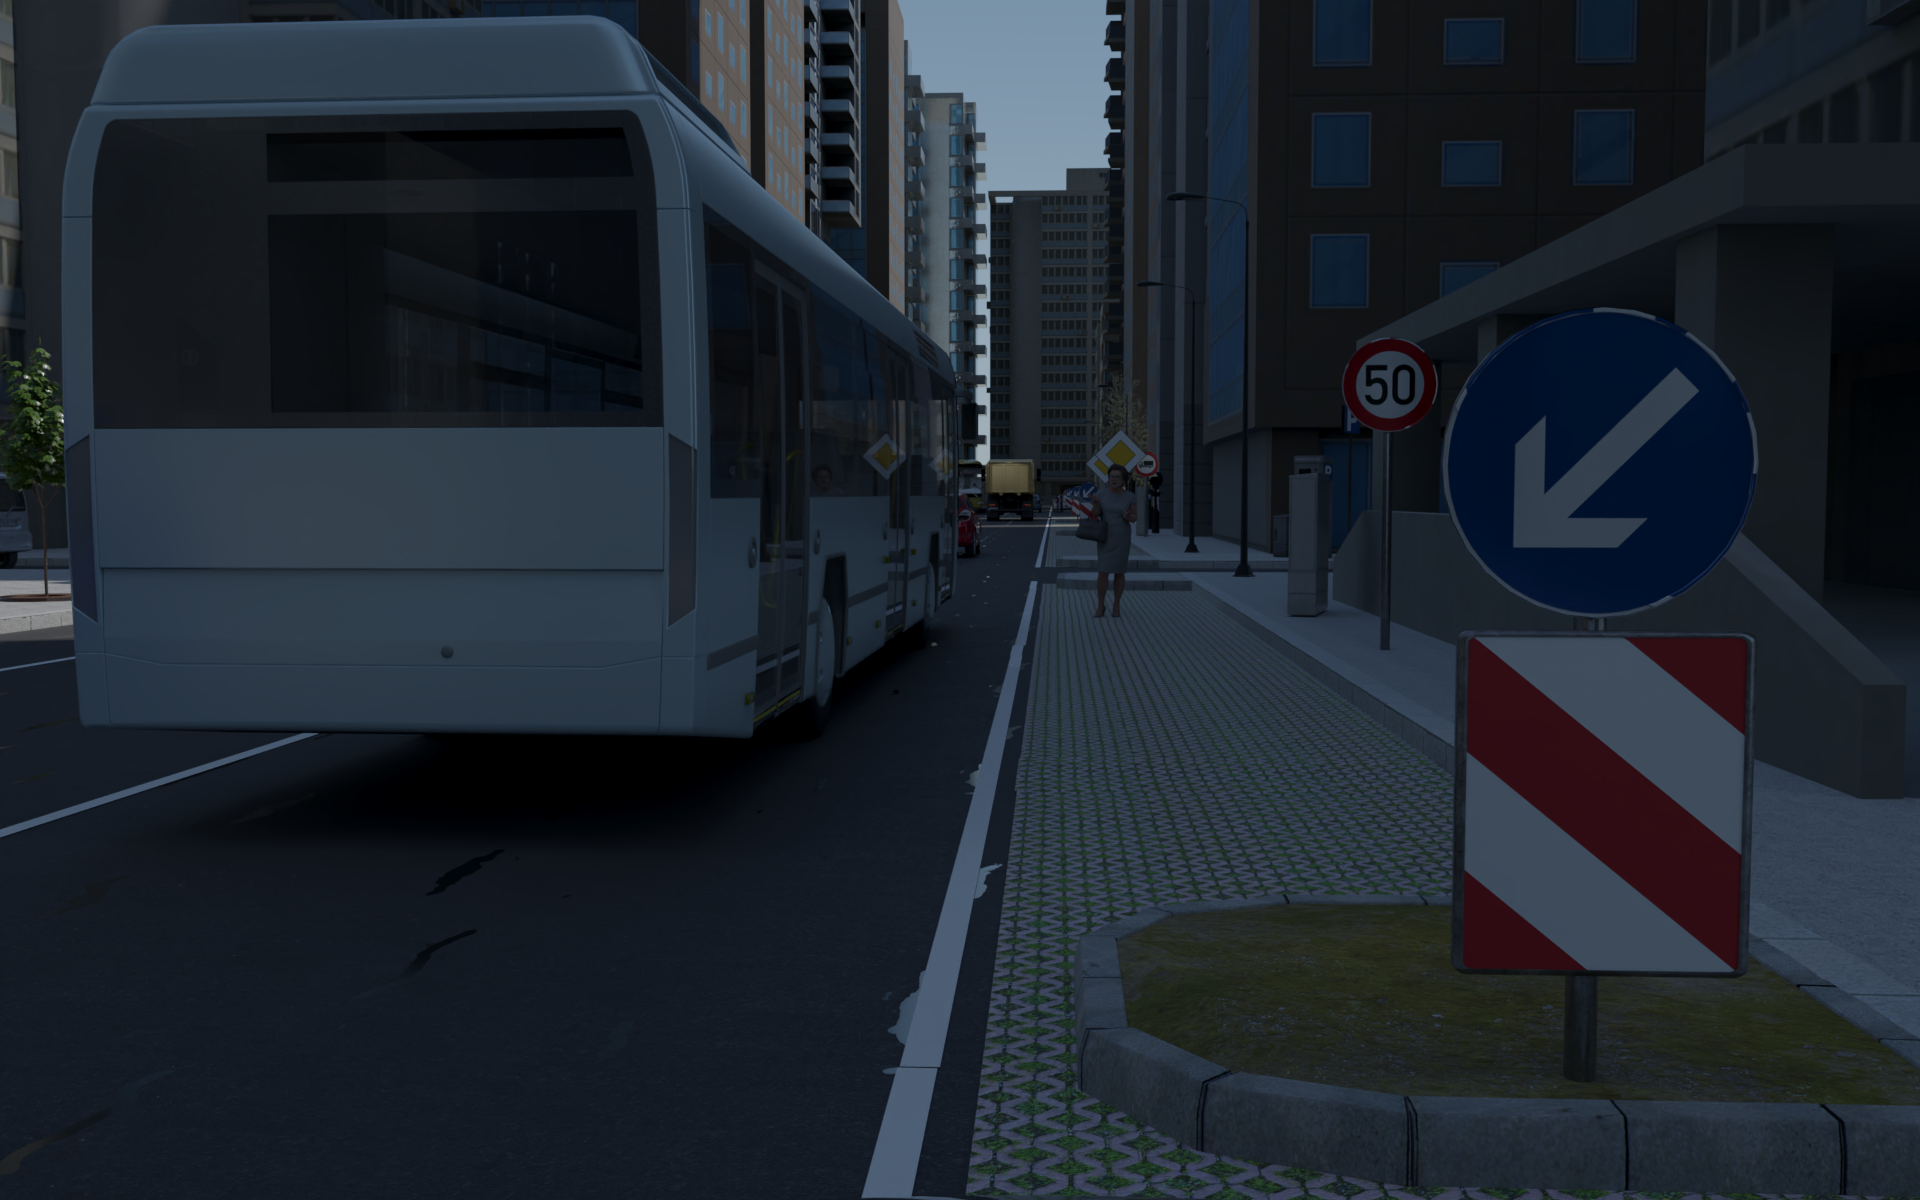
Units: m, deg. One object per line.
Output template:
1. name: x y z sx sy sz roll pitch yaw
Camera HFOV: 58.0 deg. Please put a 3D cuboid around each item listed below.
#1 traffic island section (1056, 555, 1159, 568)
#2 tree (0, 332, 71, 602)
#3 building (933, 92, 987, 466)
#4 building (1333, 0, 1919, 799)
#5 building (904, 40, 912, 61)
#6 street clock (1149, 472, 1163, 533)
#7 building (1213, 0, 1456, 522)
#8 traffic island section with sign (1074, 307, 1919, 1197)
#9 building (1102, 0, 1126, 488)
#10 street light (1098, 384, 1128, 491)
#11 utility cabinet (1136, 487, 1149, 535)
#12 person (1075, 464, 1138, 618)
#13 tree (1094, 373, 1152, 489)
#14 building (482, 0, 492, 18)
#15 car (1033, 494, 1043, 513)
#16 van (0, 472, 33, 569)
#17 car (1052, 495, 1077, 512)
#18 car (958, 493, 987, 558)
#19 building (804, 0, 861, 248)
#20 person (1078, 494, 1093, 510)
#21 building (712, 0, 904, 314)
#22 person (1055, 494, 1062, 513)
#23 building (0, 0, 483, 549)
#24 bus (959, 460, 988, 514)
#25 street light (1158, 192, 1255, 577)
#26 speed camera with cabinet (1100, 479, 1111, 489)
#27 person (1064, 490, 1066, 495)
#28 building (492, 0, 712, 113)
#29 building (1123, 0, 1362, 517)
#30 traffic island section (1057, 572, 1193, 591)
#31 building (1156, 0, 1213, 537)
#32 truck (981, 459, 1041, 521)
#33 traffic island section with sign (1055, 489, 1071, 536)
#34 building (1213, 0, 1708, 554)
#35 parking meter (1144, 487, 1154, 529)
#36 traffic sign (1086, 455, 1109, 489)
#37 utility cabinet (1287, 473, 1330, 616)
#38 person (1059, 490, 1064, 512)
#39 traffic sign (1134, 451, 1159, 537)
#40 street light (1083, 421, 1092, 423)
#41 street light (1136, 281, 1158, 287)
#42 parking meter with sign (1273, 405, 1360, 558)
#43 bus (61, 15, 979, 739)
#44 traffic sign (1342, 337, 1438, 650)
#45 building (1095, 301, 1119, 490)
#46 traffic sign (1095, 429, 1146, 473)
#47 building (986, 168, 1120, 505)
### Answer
1. traffic island section: 2.950 -0.775 34.953 2.009 0.180 2.903 0 4 3
2. tree: -11.110 -1.603 20.816 1.663 3.219 1.824 0 3 0
3. building: -11.998 -35.896 206.501 30.456 49.044 23.786 0 4 3
4. building: 20.247 -19.585 12.094 32.217 40.220 23.993 0 4 3
5. building: -19.091 -33.948 174.657 30.456 49.044 23.786 0 4 3
6. street clock: 6.391 -3.179 56.542 0.358 2.002 0.471 -2 4 -32
7. building: 17.511 -27.104 93.268 14.600 45.320 14.200 0 4 3
8. traffic island section with sign: 1.300 0.254 4.482 1.989 1.847 2.006 0 4 3
9. building: 22.775 -29.662 139.602 22.147 44.769 28.867 0 4 3
10. street light: 6.529 -6.174 73.483 1.470 5.913 1.316 0 4 3
11. utility cabinet: 5.663 -2.755 53.724 0.318 1.500 1.173 1 4 11
12. person: 1.688 -0.679 19.964 0.716 1.782 0.532 0 4 7
13. tree: 9.982 -9.429 104.522 4.360 8.622 3.978 0 3 0
14. building: -17.136 -25.953 74.440 14.600 45.320 14.200 0 4 3
15. car: 5.477 -7.480 134.295 2.014 1.417 4.499 0 4 2
16. van: -19.104 -1.484 31.274 4.112 2.044 2.013 0 4 3
17. car: 8.523 -7.849 140.700 2.083 1.381 4.827 0 4 2
18. car: -0.458 -1.930 40.592 2.155 1.783 4.494 0 4 3
19. building: -17.731 -49.678 124.903 22.319 86.520 31.000 0 4 3
20. person: 5.518 -4.101 75.908 0.716 1.782 0.532 1 4 16
21. building: -12.264 -30.480 148.454 14.600 45.320 14.200 0 4 3
22. person: 7.478 -7.337 131.678 0.599 1.433 0.991 -2 4 -31
23. building: -27.254 -21.785 48.061 32.217 40.220 23.993 0 4 3
24. bus: 0.717 -8.305 127.334 2.896 3.916 12.252 0 4 3
25. street light: 3.872 -3.317 26.779 1.470 5.913 1.316 0 4 3
26. speed camera with cabinet: 8.926 -6.471 100.140 0.660 3.252 2.038 3 5 40
27. person: 9.350 -8.900 154.568 0.434 1.755 0.990 2 4 32
28. building: -16.618 -27.348 97.254 14.600 45.320 14.200 0 4 3
29. building: 18.390 -28.594 117.625 14.600 45.320 14.200 0 4 3
30. traffic island section: 2.514 -0.287 26.980 2.009 0.180 2.903 0 4 3
31. building: 17.929 -31.905 63.648 21.231 58.520 28.212 0 4 3
32. truck: 2.801 -6.113 95.879 3.469 3.379 9.791 0 4 2
33. traffic island section with sign: 4.322 -3.136 59.901 1.989 1.847 2.006 0 4 3
34. building: 13.700 -23.963 41.898 14.200 45.320 14.600 0 4 3
35. parking meter: 6.863 -3.338 62.995 0.372 1.533 0.369 0 3 0
36. traffic sign: 2.926 -1.910 34.877 0.795 2.450 0.064 0 4 3
37. utility cabinet: 3.728 -0.604 18.553 0.318 1.500 1.173 1 4 18
38. person: 7.830 -7.687 134.904 0.721 1.735 1.217 -1 4 -14
39. traffic sign: 5.546 -3.152 51.648 0.768 2.556 0.104 0 4 7
40. street light: 8.516 -8.395 109.795 1.470 5.913 1.316 0 4 3
41. street light: 4.542 -3.995 37.852 1.470 5.913 1.316 0 4 3
42. parking meter with sign: 7.082 -2.349 34.671 1.738 3.016 0.543 3 5 44
43. bus: -1.747 -1.131 13.356 2.948 3.499 13.247 0 4 5
44. traffic sign: 3.501 -0.861 14.189 0.768 2.556 0.104 0 4 5
45. building: 27.389 -19.835 169.338 27.650 21.520 28.899 0 4 3
46. traffic sign: 2.490 -1.423 26.904 0.795 2.450 0.064 0 4 3
47. building: 15.390 -31.629 209.018 23.993 40.220 32.217 0 4 3
